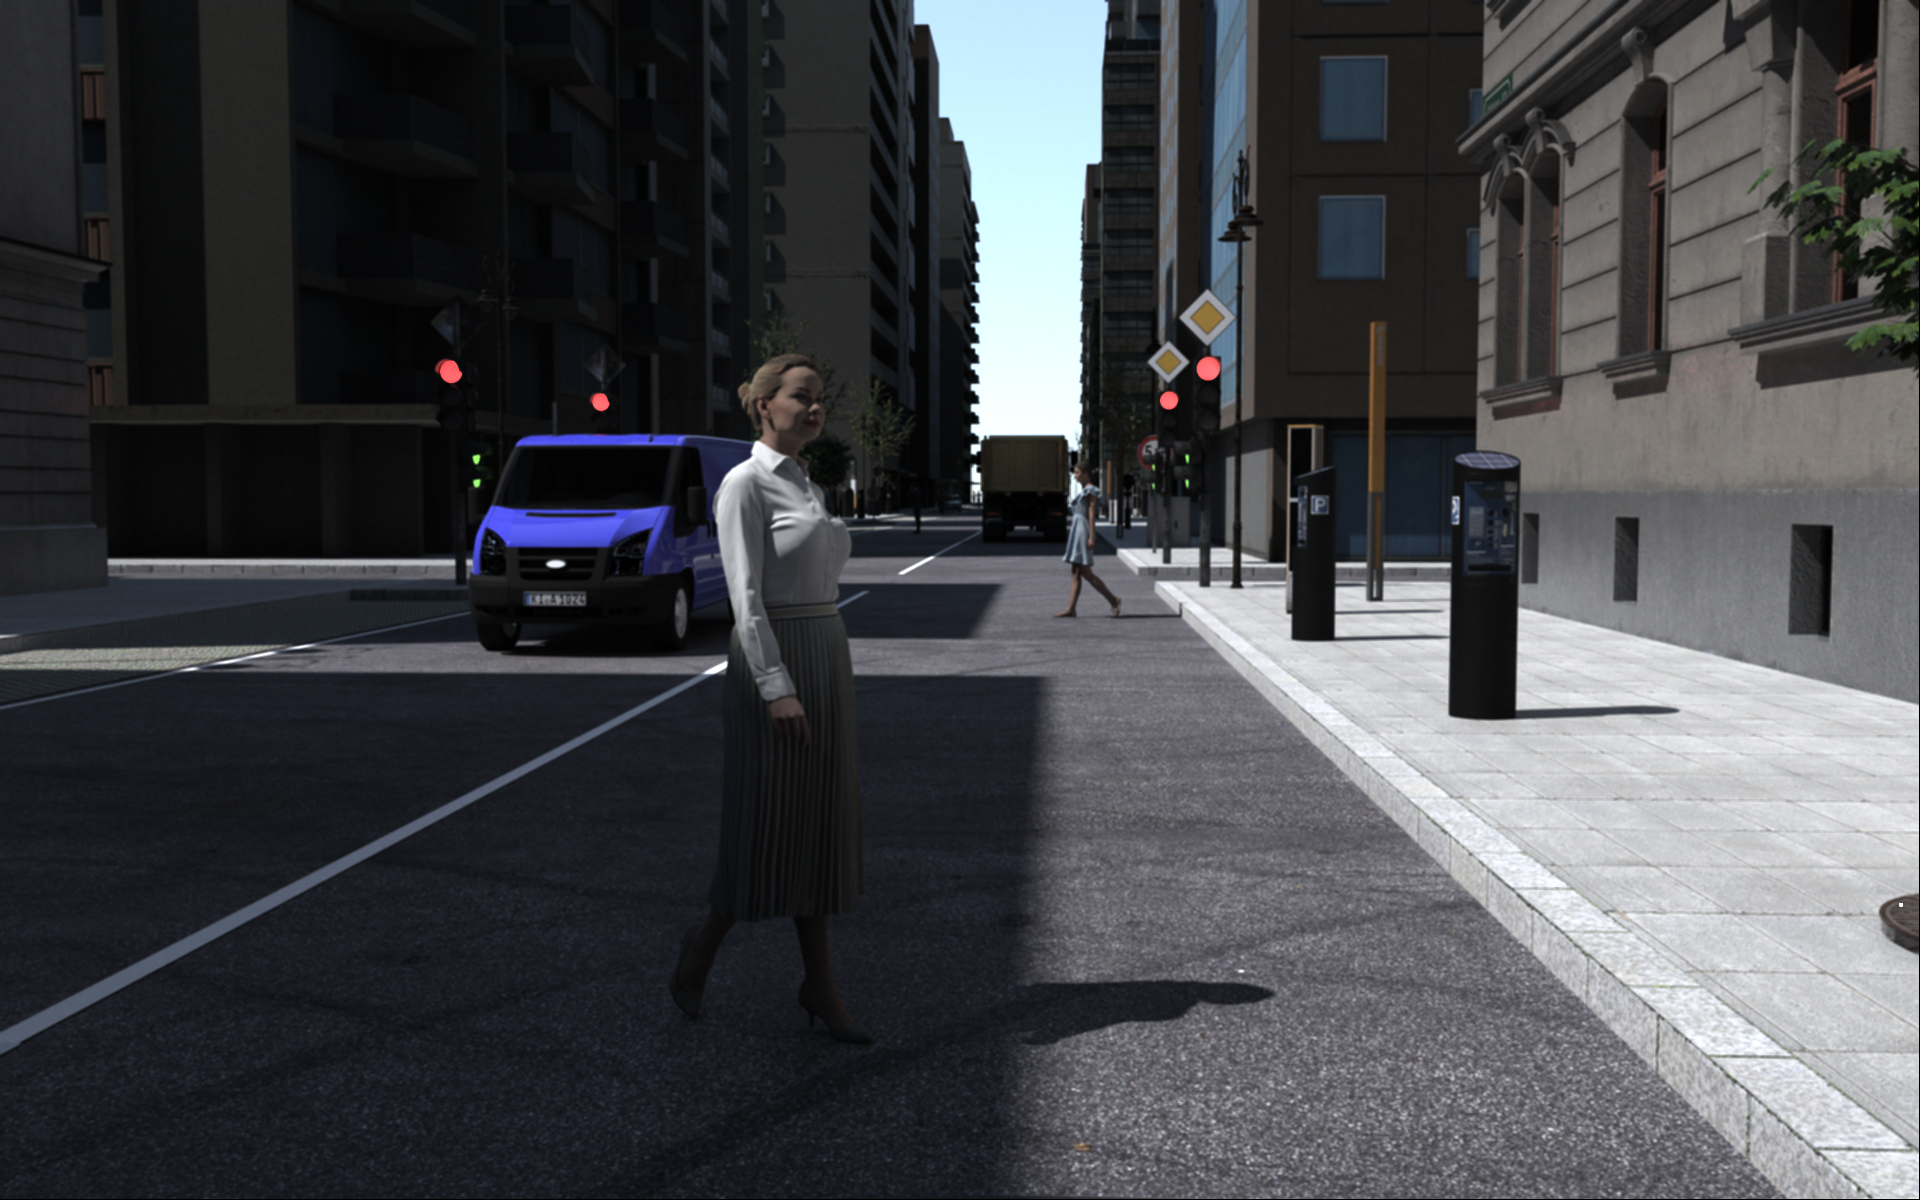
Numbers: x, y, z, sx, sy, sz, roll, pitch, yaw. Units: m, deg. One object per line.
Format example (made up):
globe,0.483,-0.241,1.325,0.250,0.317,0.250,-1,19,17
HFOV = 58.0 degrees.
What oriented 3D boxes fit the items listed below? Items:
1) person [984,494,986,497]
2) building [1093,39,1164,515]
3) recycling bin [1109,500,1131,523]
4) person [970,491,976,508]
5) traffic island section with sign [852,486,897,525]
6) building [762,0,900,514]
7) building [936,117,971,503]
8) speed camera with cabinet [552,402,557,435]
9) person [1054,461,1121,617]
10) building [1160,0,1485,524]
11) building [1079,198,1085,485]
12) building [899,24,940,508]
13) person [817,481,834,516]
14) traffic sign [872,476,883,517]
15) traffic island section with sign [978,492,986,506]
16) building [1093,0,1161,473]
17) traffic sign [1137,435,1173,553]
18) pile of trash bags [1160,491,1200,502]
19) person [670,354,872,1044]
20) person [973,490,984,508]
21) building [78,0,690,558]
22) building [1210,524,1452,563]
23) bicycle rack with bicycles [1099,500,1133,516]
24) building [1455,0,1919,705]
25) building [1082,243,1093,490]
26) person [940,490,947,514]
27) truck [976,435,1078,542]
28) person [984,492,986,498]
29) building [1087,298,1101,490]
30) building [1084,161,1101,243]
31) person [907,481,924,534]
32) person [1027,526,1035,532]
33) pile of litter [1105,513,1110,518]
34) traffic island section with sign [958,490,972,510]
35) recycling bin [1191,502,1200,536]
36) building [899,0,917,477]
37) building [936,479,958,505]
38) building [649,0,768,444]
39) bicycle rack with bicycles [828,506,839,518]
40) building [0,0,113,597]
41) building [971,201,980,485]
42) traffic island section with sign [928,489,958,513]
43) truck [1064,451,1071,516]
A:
person,3.161,-11.749,200.696,1.348,1.812,0.705,-3,4,-37
building,16.223,-20.918,113.713,14.160,30.474,14.107,0,4,3
recycling bin,7.068,-3.905,76.403,0.722,1.027,0.722,-2,4,-25
person,1.339,-10.618,182.626,0.750,1.759,0.617,1,4,13
traffic island section with sign,-4.019,-4.455,81.473,1.989,1.847,2.006,0,4,3
building,-15.733,-30.277,118.734,21.300,48.544,21.600,0,4,3
building,-9.661,-36.896,226.953,21.300,48.544,21.600,0,4,3
speed camera with cabinet,-8.488,-2.589,36.661,0.660,3.252,2.038,0,4,-4
person,1.476,-0.699,20.030,0.778,1.811,0.616,0,4,7
building,17.659,-26.841,88.966,14.600,45.320,14.200,0,4,3
building,28.452,-36.443,250.474,22.147,44.769,28.867,0,4,3
building,-9.301,-31.422,163.867,14.600,45.320,14.200,0,4,3
person,-3.992,-2.545,50.130,0.660,1.820,0.620,-1,4,-10
traffic sign,-4.692,-5.890,98.437,0.606,2.300,0.079,0,4,8
traffic island section with sign,3.140,-12.601,214.647,1.989,1.847,2.006,0,4,3
building,22.601,-31.554,135.512,23.786,49.044,30.456,0,4,3
traffic sign,4.212,-2.283,37.436,0.768,2.556,0.104,1,4,11
pile of trash bags,7.248,-2.884,56.912,1.912,1.369,3.447,1,4,23
person,-0.518,0.252,4.604,0.641,1.798,0.478,3,4,37
person,1.936,-10.444,179.240,1.348,1.826,0.705,-1,4,-19
building,-19.955,-23.995,46.937,22.147,44.769,28.867,0,4,3
building,12.885,-23.677,37.233,14.200,45.320,14.600,0,4,3
bicycle rack with bicycles,9.344,-5.507,103.422,2.925,0.926,2.852,-1,4,-8
building,12.066,-13.611,9.924,14.401,28.519,23.554,0,4,3
building,21.112,-26.214,200.292,14.160,30.474,14.107,0,4,3
person,-1.192,-7.015,123.908,0.721,1.735,1.217,1,4,20
truck,2.104,-3.632,55.310,3.469,3.379,9.791,0,4,3
person,3.218,-12.382,211.870,0.541,1.710,0.530,0,4,-7
building,26.393,-19.681,166.818,27.650,21.520,28.899,0,4,3
building,23.420,-35.392,228.777,14.600,45.320,14.200,0,4,3
person,-1.632,-3.369,62.948,0.474,1.900,0.648,2,4,28
person,2.649,-3.469,65.883,0.731,1.740,0.598,2,4,35
pile of litter,8.350,-4.885,93.836,1.176,0.858,1.719,2,4,30
traffic island section with sign,0.086,-9.124,157.798,1.989,1.847,2.006,0,4,3
recycling bin,7.098,-2.471,52.958,0.722,1.027,0.722,2,4,25
building,-17.964,-33.885,143.266,28.713,52.752,27.495,0,4,3
building,-16.620,-31.346,204.392,32.217,40.220,23.993,0,4,3
building,-16.913,-24.160,78.617,14.154,41.232,14.086,0,4,3
bicycle rack with bicycles,-8.364,-5.365,101.097,2.852,0.926,2.925,-3,5,-41
building,-21.112,-9.455,19.217,19.286,19.102,10.561,0,4,3
building,-8.426,-36.551,252.225,22.147,44.769,28.867,0,4,3
traffic island section with sign,-1.382,-7.441,130.295,1.989,1.847,2.006,0,4,3
truck,6.202,-7.923,118.460,2.839,4.237,11.283,0,4,3
